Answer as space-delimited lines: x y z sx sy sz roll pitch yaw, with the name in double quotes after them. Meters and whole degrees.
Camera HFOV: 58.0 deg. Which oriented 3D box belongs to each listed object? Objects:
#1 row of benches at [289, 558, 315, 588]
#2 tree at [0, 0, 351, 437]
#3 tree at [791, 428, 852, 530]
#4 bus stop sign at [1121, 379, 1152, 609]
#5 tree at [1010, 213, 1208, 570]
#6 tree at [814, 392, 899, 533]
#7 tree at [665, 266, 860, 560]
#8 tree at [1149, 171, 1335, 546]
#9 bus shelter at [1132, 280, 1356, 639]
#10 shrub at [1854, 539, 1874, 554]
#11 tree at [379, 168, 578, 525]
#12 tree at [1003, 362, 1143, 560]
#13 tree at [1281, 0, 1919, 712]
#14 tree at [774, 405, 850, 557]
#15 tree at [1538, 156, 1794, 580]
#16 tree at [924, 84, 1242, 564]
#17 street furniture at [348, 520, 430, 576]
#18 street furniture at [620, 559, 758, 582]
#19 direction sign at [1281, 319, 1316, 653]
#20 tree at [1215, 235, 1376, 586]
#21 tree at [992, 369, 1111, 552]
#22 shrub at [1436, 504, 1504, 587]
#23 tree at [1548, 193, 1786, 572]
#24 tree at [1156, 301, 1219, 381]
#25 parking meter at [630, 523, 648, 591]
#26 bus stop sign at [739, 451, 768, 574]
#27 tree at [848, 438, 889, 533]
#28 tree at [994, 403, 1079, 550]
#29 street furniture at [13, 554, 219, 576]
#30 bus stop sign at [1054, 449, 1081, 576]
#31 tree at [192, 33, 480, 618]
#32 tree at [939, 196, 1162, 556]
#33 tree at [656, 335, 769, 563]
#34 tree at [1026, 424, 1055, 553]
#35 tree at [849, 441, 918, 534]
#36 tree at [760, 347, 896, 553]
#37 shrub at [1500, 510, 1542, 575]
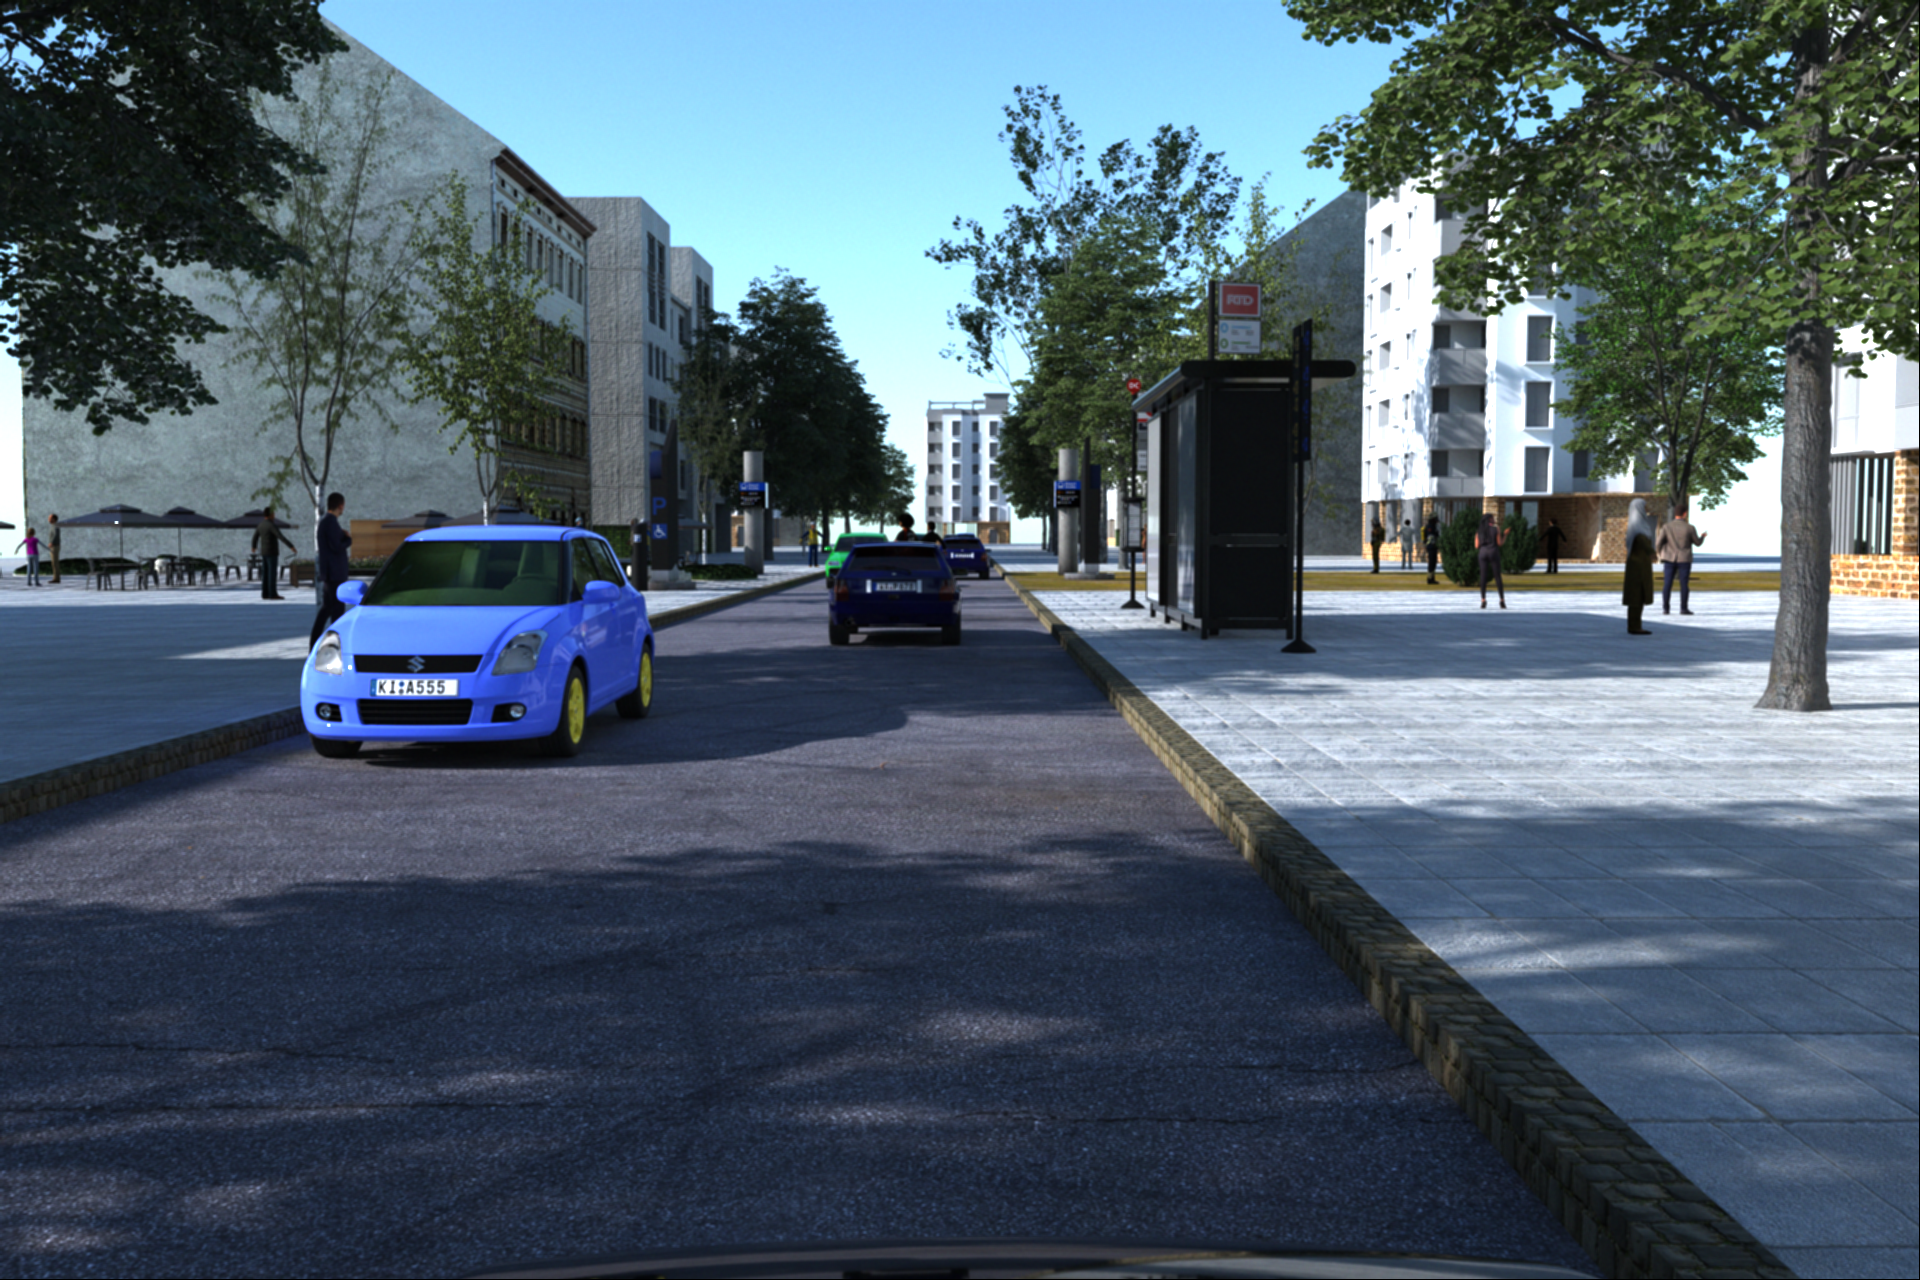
-16.311 -1.695 43.169 1.422 0.672 4.104 -1 4 -23 "row of benches"
-9.824 -6.633 15.099 9.857 13.997 8.962 0 3 0 "tree"
-9.549 -9.699 108.936 4.360 8.622 3.978 0 3 0 "tree"
3.205 -2.515 29.817 0.855 3.939 0.416 0 3 0 "bus stop sign"
5.502 -8.809 62.153 7.486 12.596 7.792 0 3 0 "tree"
-8.480 -13.135 132.888 7.486 12.596 7.792 0 3 0 "tree"
-9.404 -10.856 84.149 9.857 13.997 8.962 0 3 0 "tree"
5.691 -5.245 36.121 4.737 8.622 4.395 0 3 0 "tree"
3.735 -2.908 25.172 2.179 5.291 8.768 0 3 0 "bus shelter"
25.386 -2.317 49.006 1.383 1.207 1.383 0 3 0 "shrub"
-9.628 -5.186 35.155 4.737 8.622 4.395 0 3 0 "tree"
6.214 -9.348 87.253 8.767 10.594 7.601 0 4 8 "tree"
6.227 -5.789 12.776 7.486 12.596 7.792 0 3 0 "tree"
-9.036 -9.024 97.901 4.360 8.622 3.978 0 3 0 "tree"
20.197 -7.501 48.389 9.928 11.665 9.643 0 3 0 "tree"
4.794 -13.394 74.885 12.611 20.169 13.585 0 3 0 "tree"
-18.099 -2.971 55.429 9.812 1.723 11.010 0 4 -6 "street furniture"
-8.950 -1.913 46.897 5.734 0.657 10.072 1 4 13 "street furniture"
3.680 -1.634 18.715 0.379 3.537 0.876 0 4 0 "direction sign"
8.523 -5.633 42.459 4.360 8.622 3.978 0 3 0 "tree"
6.592 -13.350 124.922 9.857 13.997 8.962 0 3 0 "tree"
12.367 -2.296 41.962 1.690 2.028 1.600 0 3 0 "shrub"
23.834 -8.562 58.109 7.486 12.596 7.792 0 3 0 "tree"
7.951 -6.365 54.436 4.737 8.622 4.395 0 3 0 "tree"
-7.216 -1.868 38.952 0.372 1.533 0.369 0 3 0 "parking meter"
-6.584 -4.053 55.283 0.837 3.901 0.837 0 4 -1 "bus stop sign"
-9.509 -12.856 144.613 7.601 10.594 8.767 0 4 -6 "tree"
6.373 -13.515 139.093 7.486 12.596 7.792 0 3 0 "tree"
-28.113 -2.580 57.804 5.734 0.657 10.072 -1 4 -16 "street furniture"
3.363 -3.957 53.714 0.837 3.901 0.837 0 4 1 "bus stop sign"
-9.859 -4.627 26.021 4.360 8.622 3.978 0 3 0 "tree"
5.176 -14.910 99.667 12.611 20.169 13.585 0 3 0 "tree"
-9.865 -7.021 65.158 4.360 8.622 3.978 0 3 0 "tree"
5.835 -10.080 115.164 4.360 8.622 3.978 0 3 0 "tree"
-10.512 -20.036 234.235 9.857 13.997 8.962 0 3 0 "tree"
-9.198 -12.869 117.070 9.857 13.997 8.962 0 3 0 "tree"
17.373 -3.053 54.335 1.690 2.028 1.600 0 3 0 "shrub"
